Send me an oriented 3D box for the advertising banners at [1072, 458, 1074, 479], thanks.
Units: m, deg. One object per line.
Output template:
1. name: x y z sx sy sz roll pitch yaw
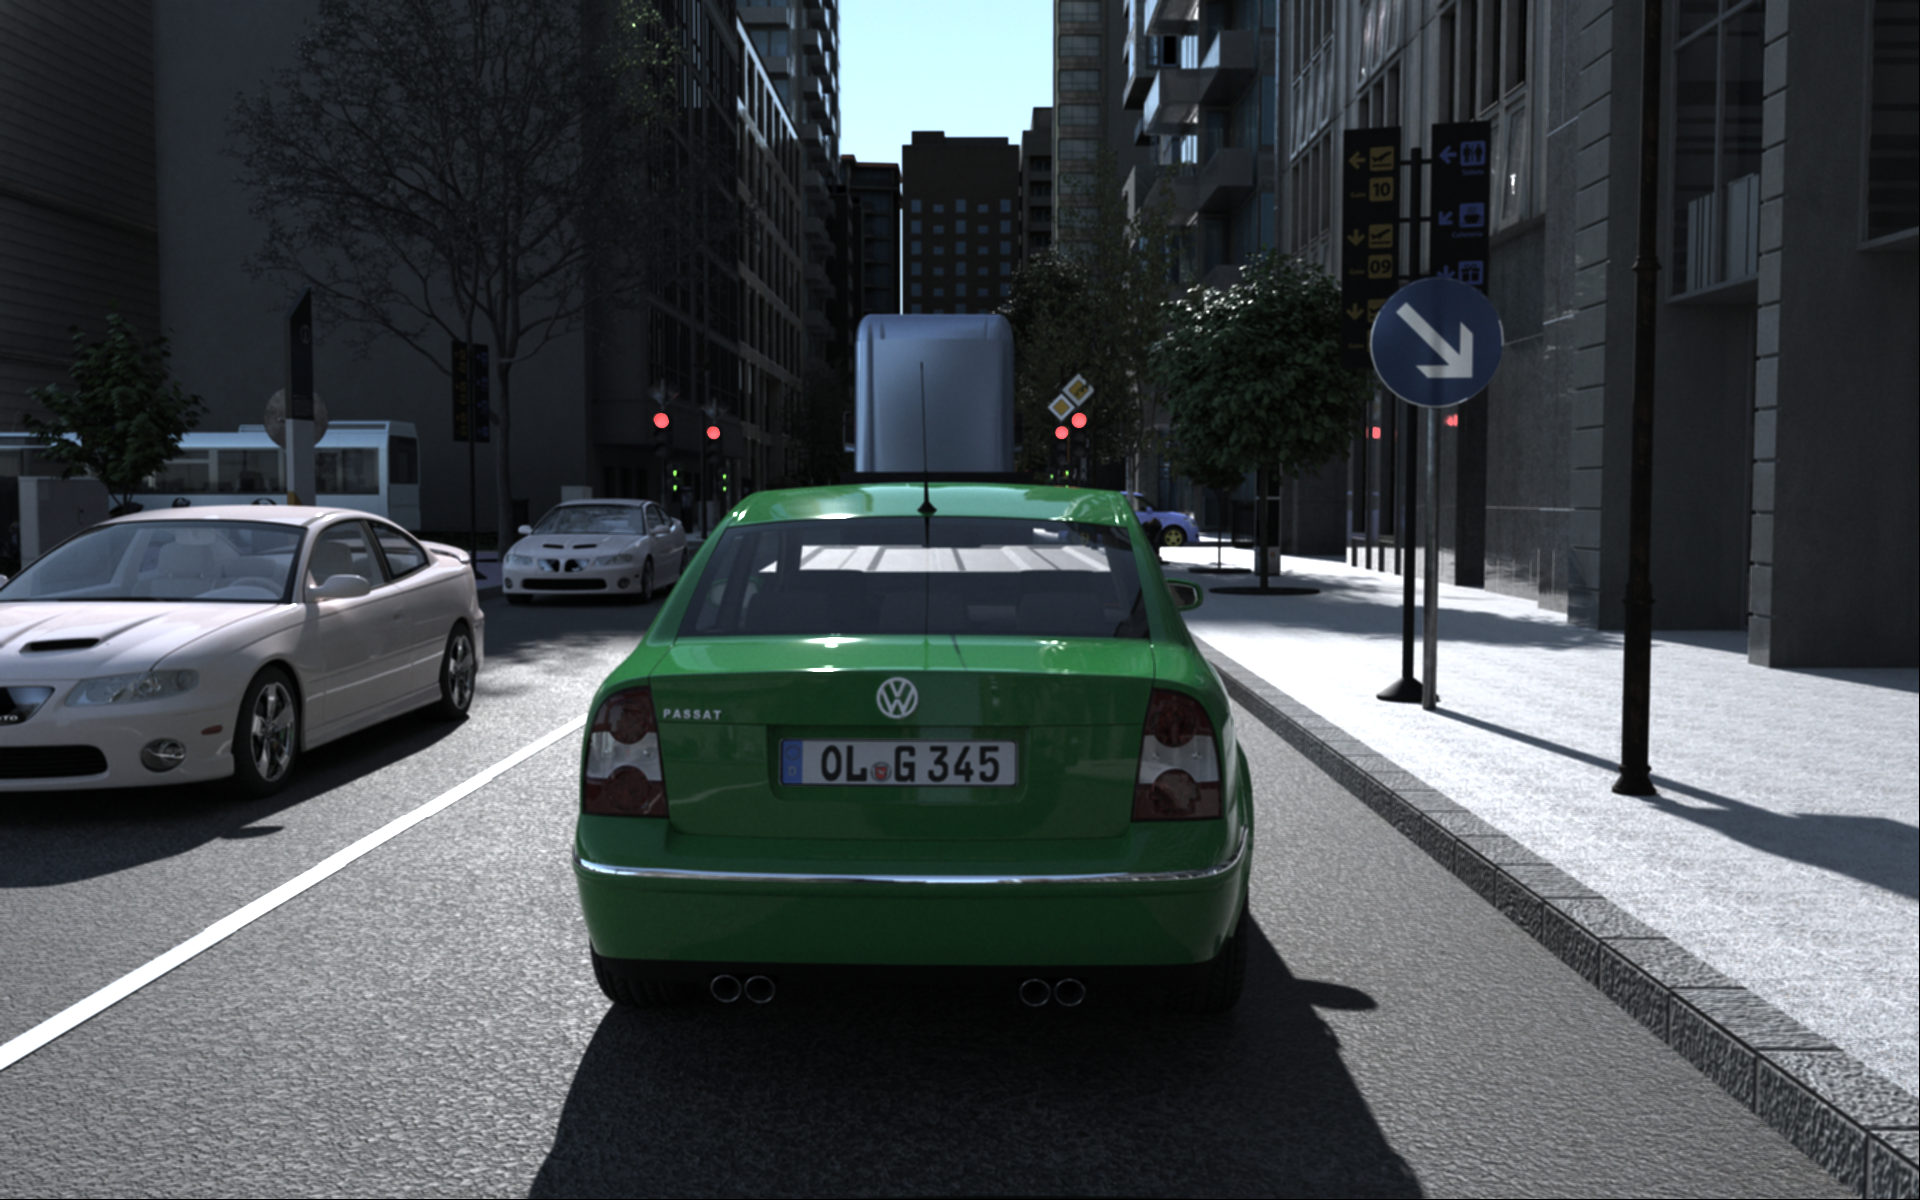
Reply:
1. advertising banners: 3.947 -4.049 62.394 0.090 3.025 2.074 1 4 13

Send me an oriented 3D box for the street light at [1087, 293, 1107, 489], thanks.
1. street light: 3.120 -4.107 39.944 0.468 5.910 1.993 0 4 0

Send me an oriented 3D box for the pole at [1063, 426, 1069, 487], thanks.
1. pole: 3.191 -3.567 52.172 0.158 3.312 0.155 0 3 0

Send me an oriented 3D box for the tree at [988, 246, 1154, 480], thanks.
1. tree: 4.341 -9.980 80.175 9.611 12.733 9.660 0 3 0

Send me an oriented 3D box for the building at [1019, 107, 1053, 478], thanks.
1. building: 18.117 -36.485 220.223 21.600 48.544 21.300 0 4 0

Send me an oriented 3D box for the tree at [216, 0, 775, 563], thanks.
1. tree: -8.708 -7.459 32.319 12.009 13.543 11.850 0 3 0

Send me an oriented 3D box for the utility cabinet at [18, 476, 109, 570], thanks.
1. utility cabinet: -11.317 -0.811 21.945 0.318 1.500 1.173 1 4 16

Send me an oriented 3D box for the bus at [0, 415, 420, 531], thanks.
1. bus: -20.814 -3.022 44.275 13.247 3.499 2.948 0 3 0

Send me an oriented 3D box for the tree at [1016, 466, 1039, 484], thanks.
1. tree: 4.031 -6.745 104.889 1.663 3.219 1.824 0 3 0

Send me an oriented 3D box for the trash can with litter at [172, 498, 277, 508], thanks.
1. trash can with litter: -11.247 -0.981 27.100 1.678 1.210 2.233 1 4 20

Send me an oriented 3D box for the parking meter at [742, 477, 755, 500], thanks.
1. parking meter: -7.104 -3.207 58.144 0.399 1.863 0.255 1 4 18

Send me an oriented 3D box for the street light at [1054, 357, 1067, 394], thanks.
1. street light: 3.350 -5.152 57.027 0.468 5.910 1.993 0 4 0

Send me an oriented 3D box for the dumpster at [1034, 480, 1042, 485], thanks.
1. dumpster: 3.673 -5.572 93.598 1.502 2.255 1.985 0 4 1

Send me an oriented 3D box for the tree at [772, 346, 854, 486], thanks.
1. tree: -7.474 -8.334 86.630 4.360 8.622 3.978 0 3 0

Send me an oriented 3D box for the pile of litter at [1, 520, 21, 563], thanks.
1. pile of litter: -16.501 -1.029 30.783 1.719 0.858 1.176 -3 4 -38

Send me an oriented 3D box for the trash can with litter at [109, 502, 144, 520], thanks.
1. trash can with litter: -12.066 -0.805 24.544 1.055 1.170 0.624 2 4 24

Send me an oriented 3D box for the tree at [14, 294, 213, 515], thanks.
1. tree: -8.322 -1.366 16.932 1.663 3.219 1.824 0 3 0

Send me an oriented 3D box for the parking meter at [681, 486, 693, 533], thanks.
1. parking meter: -8.922 -2.944 56.550 0.372 1.533 0.369 0 3 0

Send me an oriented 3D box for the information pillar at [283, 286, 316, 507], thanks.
1. information pillar: -7.363 -1.713 19.357 0.183 3.616 0.504 0 4 8

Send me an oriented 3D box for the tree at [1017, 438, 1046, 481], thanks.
1. tree: 4.128 -14.599 156.818 7.486 12.596 7.792 0 3 0

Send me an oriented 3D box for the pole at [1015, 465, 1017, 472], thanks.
1. pole: 3.495 -7.027 108.742 0.158 3.312 0.155 0 3 0

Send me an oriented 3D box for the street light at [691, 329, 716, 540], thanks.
1. street light: -7.180 -4.637 48.610 0.468 5.910 1.993 0 4 0

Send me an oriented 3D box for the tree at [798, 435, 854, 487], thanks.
1. tree: -7.365 -6.912 96.717 4.285 4.588 4.351 0 3 0

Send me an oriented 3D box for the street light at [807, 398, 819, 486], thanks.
1. street light: -6.942 -6.684 82.078 0.468 5.910 1.993 0 4 0

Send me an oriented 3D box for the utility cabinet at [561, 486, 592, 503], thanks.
1. utility cabinet: -10.685 -2.428 48.376 0.318 1.500 1.173 -3 5 -43

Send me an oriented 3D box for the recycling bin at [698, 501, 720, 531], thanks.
1. recycling bin: -8.866 -2.971 61.136 0.722 1.027 0.722 0 4 -6

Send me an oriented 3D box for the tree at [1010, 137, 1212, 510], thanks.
1. tree: 3.475 -5.219 35.691 4.737 8.622 4.395 0 3 0

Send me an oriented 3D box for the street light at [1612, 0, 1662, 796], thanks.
1. street light: 2.897 -2.109 7.266 0.468 5.910 1.993 0 4 0

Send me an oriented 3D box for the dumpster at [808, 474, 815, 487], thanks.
1. dumpster: -7.067 -4.464 75.482 1.502 2.255 1.985 0 4 1

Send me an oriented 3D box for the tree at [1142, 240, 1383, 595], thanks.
1. tree: 4.060 -2.376 22.567 4.285 4.588 4.351 0 3 0

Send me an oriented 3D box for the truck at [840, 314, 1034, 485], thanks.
1. truck: -0.259 -1.861 20.186 2.967 4.110 18.799 0 4 -1

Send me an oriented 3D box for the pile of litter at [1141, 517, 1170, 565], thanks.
1. pile of litter: 3.282 -1.098 31.921 1.176 0.858 1.719 0 4 7

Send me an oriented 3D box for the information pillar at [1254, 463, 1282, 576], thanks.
1. information pillar: 4.830 -1.386 27.161 0.304 2.012 0.304 -2 4 -24

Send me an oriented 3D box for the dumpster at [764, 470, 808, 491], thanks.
1. dumpster: -7.105 -4.132 70.045 1.502 2.255 1.985 0 4 0

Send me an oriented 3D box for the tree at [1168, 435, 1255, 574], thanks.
1. tree: 4.214 -2.067 28.398 1.663 3.219 1.824 0 3 0

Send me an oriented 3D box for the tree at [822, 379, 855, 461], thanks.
1. tree: -7.192 -9.871 111.757 4.737 8.622 4.395 0 3 0
